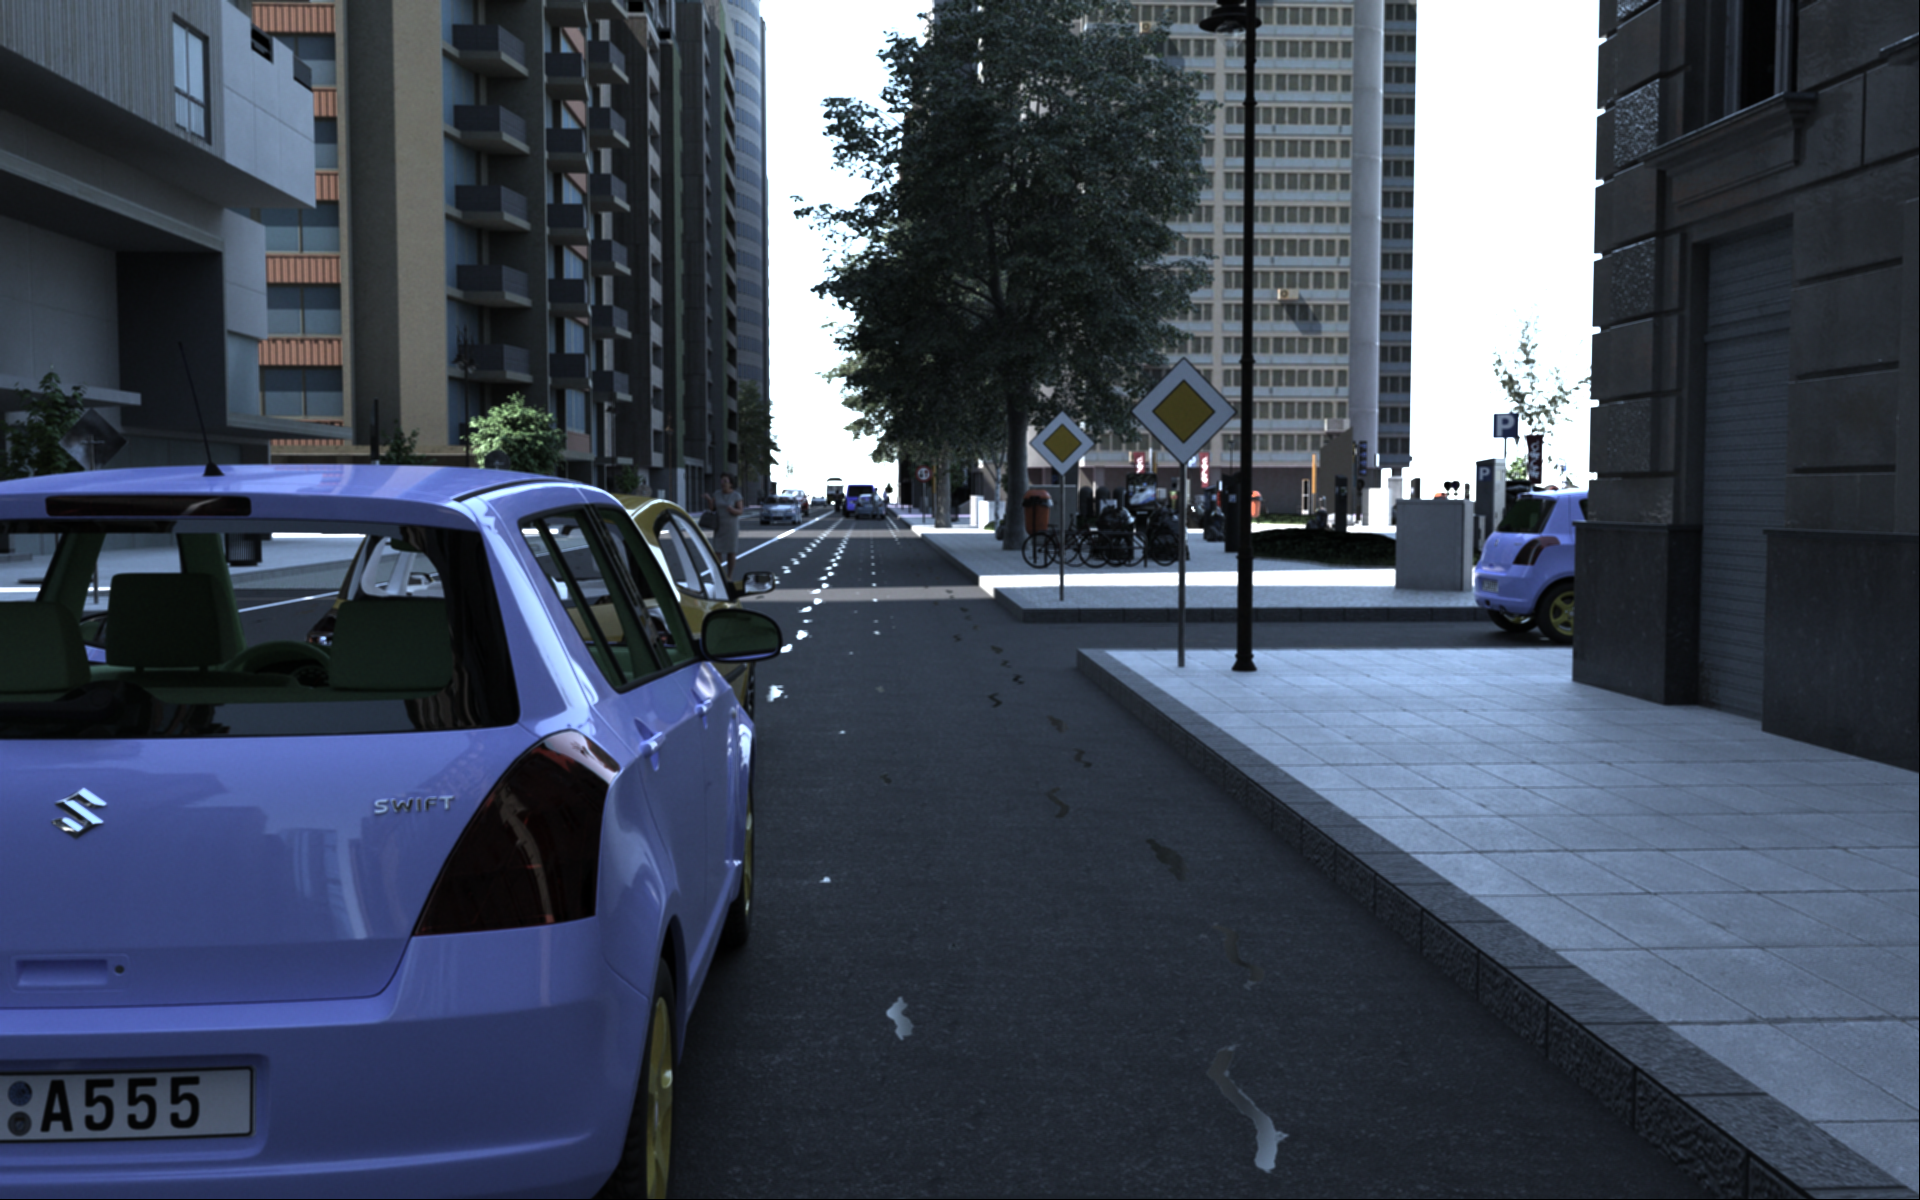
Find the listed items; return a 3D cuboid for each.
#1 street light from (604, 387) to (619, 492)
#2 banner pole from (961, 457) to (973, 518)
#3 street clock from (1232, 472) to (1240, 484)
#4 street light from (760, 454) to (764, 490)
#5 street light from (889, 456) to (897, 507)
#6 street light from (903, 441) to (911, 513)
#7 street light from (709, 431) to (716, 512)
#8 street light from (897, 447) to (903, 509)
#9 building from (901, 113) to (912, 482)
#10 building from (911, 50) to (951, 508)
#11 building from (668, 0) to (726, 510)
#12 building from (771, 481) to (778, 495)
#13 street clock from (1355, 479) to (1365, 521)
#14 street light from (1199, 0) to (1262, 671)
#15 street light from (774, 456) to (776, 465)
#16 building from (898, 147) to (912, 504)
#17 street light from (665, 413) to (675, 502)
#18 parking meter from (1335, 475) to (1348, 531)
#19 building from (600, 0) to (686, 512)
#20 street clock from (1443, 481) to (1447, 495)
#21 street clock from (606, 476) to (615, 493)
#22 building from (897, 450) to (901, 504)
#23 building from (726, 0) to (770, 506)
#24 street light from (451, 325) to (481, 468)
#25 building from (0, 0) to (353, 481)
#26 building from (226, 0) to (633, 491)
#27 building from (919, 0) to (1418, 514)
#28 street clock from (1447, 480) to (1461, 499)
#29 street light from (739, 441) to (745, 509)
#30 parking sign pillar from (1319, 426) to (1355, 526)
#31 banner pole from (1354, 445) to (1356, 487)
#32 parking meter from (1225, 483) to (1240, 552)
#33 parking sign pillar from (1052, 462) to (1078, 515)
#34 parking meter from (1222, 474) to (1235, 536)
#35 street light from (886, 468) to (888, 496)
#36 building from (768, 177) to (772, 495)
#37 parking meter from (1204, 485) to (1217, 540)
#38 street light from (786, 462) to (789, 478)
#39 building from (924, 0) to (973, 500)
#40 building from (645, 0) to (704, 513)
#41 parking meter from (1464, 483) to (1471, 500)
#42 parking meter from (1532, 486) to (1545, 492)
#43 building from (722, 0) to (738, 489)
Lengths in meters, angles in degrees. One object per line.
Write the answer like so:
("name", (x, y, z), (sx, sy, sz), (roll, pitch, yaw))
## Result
("street light", (-15.021, -6.250, 74.969), (0.468, 5.910, 1.993), (0, 4, -3))
("banner pole", (0.421, -6.306, 93.127), (0.863, 3.779, 0.401), (1, 4, 15))
("street clock", (9.065, -3.158, 56.200), (0.471, 2.002, 0.358), (-1, 4, -15))
("street light", (-20.538, -12.675, 180.028), (0.468, 5.910, 1.993), (0, 4, -3))
("street light", (-7.728, -13.884, 199.783), (0.468, 5.910, 1.993), (0, 4, -3))
("street light", (-3.372, -8.775, 116.253), (0.468, 5.910, 1.993), (0, 4, -3))
("street light", (-17.692, -9.267, 124.310), (0.468, 5.910, 1.993), (0, 4, -3))
("street light", (-4.791, -10.469, 143.952), (0.468, 5.910, 1.993), (0, 4, -3))
("building", (4.444, -33.179, 197.100), (22.147, 44.769, 28.867), (0, 4, -3))
("building", (2.407, -29.374, 163.852), (14.154, 41.232, 14.086), (0, 4, -3))
("building", (-26.006, -27.716, 136.749), (14.154, 41.232, 14.086), (0, 4, -3))
("building", (-40.988, -33.062, 232.445), (32.217, 40.220, 23.993), (0, 4, -3))
("street clock", (18.939, -4.746, 82.167), (0.471, 2.002, 0.358), (0, 4, 8))
("street light", (2.070, -2.425, 12.433), (0.468, 5.910, 1.993), (0, 4, -3))
("street light", (-22.002, -14.334, 207.143), (0.468, 5.910, 1.993), (0, 4, -3))
("building", (-0.821, -34.798, 219.064), (14.600, 45.320, 14.200), (0, 4, -3))
("street light", (-16.201, -7.594, 96.953), (0.468, 5.910, 1.993), (0, 4, -3))
("parking meter", (11.458, -2.836, 52.079), (0.255, 1.863, 0.399), (-1, 4, -11))
("building", (-24.113, -20.211, 102.151), (14.160, 30.474, 14.107), (0, 4, -3))
("street clock", (26.534, -5.484, 94.236), (0.358, 2.002, 0.471), (-3, 5, -41))
("street clock", (-14.405, -4.085, 71.361), (0.358, 2.002, 0.471), (-1, 4, -23))
("building", (5.242, -24.257, 241.648), (27.650, 21.520, 28.899), (0, 4, -3))
("building", (-32.605, -39.757, 192.027), (21.231, 58.520, 28.212), (0, 4, -3))
("street light", (-13.486, -4.563, 47.397), (0.468, 5.910, 1.993), (0, 4, -3))
("building", (-29.438, -27.095, 32.235), (28.713, 52.752, 27.495), (0, 4, -3))
("building", (-26.412, -25.669, 74.307), (22.147, 44.769, 28.867), (0, 4, -3))
("building", (13.519, -26.046, 117.740), (32.217, 40.220, 23.993), (0, 4, -3))
("street clock", (25.868, -5.249, 90.384), (0.358, 2.002, 0.471), (-2, 4, -25))
("street light", (-18.994, -10.933, 151.543), (0.468, 5.910, 1.993), (0, 4, -3))
("parking sign pillar", (15.056, -4.938, 69.207), (1.447, 3.967, 1.447), (2, 4, 26))
("banner pole", (17.399, -5.345, 77.412), (0.401, 3.779, 0.863), (-3, 5, -41))
("parking meter", (6.043, -1.825, 38.252), (0.372, 1.533, 0.369), (0, 3, 0))
("parking sign pillar", (4.681, -5.427, 77.204), (1.447, 3.967, 1.447), (-3, 5, -42))
("parking meter", (7.709, -2.689, 49.678), (0.399, 1.863, 0.255), (0, 4, 5))
("street light", (-9.202, -15.564, 227.261), (0.468, 5.910, 1.993), (0, 4, -3))
("building", (-30.830, -32.428, 213.786), (14.154, 41.232, 14.086), (0, 4, -3))
("parking meter", (7.045, -2.466, 48.723), (0.372, 1.533, 0.369), (0, 3, 0))
("street light", (-23.323, -16.010, 234.548), (0.468, 5.910, 1.993), (0, 4, -3))
("building", (10.850, -33.868, 142.987), (28.713, 52.752, 27.495), (0, 4, -3))
("building", (-28.507, -41.597, 118.364), (20.563, 71.187, 20.611), (0, 4, -3))
("parking meter", (25.560, -4.991, 87.318), (0.255, 1.863, 0.399), (0, 4, 4))
("parking meter", (17.638, -2.716, 52.818), (0.372, 1.533, 0.369), (0, 3, 0))
("building", (-31.395, -32.439, 154.077), (21.300, 48.544, 21.600), (0, 4, -3))
